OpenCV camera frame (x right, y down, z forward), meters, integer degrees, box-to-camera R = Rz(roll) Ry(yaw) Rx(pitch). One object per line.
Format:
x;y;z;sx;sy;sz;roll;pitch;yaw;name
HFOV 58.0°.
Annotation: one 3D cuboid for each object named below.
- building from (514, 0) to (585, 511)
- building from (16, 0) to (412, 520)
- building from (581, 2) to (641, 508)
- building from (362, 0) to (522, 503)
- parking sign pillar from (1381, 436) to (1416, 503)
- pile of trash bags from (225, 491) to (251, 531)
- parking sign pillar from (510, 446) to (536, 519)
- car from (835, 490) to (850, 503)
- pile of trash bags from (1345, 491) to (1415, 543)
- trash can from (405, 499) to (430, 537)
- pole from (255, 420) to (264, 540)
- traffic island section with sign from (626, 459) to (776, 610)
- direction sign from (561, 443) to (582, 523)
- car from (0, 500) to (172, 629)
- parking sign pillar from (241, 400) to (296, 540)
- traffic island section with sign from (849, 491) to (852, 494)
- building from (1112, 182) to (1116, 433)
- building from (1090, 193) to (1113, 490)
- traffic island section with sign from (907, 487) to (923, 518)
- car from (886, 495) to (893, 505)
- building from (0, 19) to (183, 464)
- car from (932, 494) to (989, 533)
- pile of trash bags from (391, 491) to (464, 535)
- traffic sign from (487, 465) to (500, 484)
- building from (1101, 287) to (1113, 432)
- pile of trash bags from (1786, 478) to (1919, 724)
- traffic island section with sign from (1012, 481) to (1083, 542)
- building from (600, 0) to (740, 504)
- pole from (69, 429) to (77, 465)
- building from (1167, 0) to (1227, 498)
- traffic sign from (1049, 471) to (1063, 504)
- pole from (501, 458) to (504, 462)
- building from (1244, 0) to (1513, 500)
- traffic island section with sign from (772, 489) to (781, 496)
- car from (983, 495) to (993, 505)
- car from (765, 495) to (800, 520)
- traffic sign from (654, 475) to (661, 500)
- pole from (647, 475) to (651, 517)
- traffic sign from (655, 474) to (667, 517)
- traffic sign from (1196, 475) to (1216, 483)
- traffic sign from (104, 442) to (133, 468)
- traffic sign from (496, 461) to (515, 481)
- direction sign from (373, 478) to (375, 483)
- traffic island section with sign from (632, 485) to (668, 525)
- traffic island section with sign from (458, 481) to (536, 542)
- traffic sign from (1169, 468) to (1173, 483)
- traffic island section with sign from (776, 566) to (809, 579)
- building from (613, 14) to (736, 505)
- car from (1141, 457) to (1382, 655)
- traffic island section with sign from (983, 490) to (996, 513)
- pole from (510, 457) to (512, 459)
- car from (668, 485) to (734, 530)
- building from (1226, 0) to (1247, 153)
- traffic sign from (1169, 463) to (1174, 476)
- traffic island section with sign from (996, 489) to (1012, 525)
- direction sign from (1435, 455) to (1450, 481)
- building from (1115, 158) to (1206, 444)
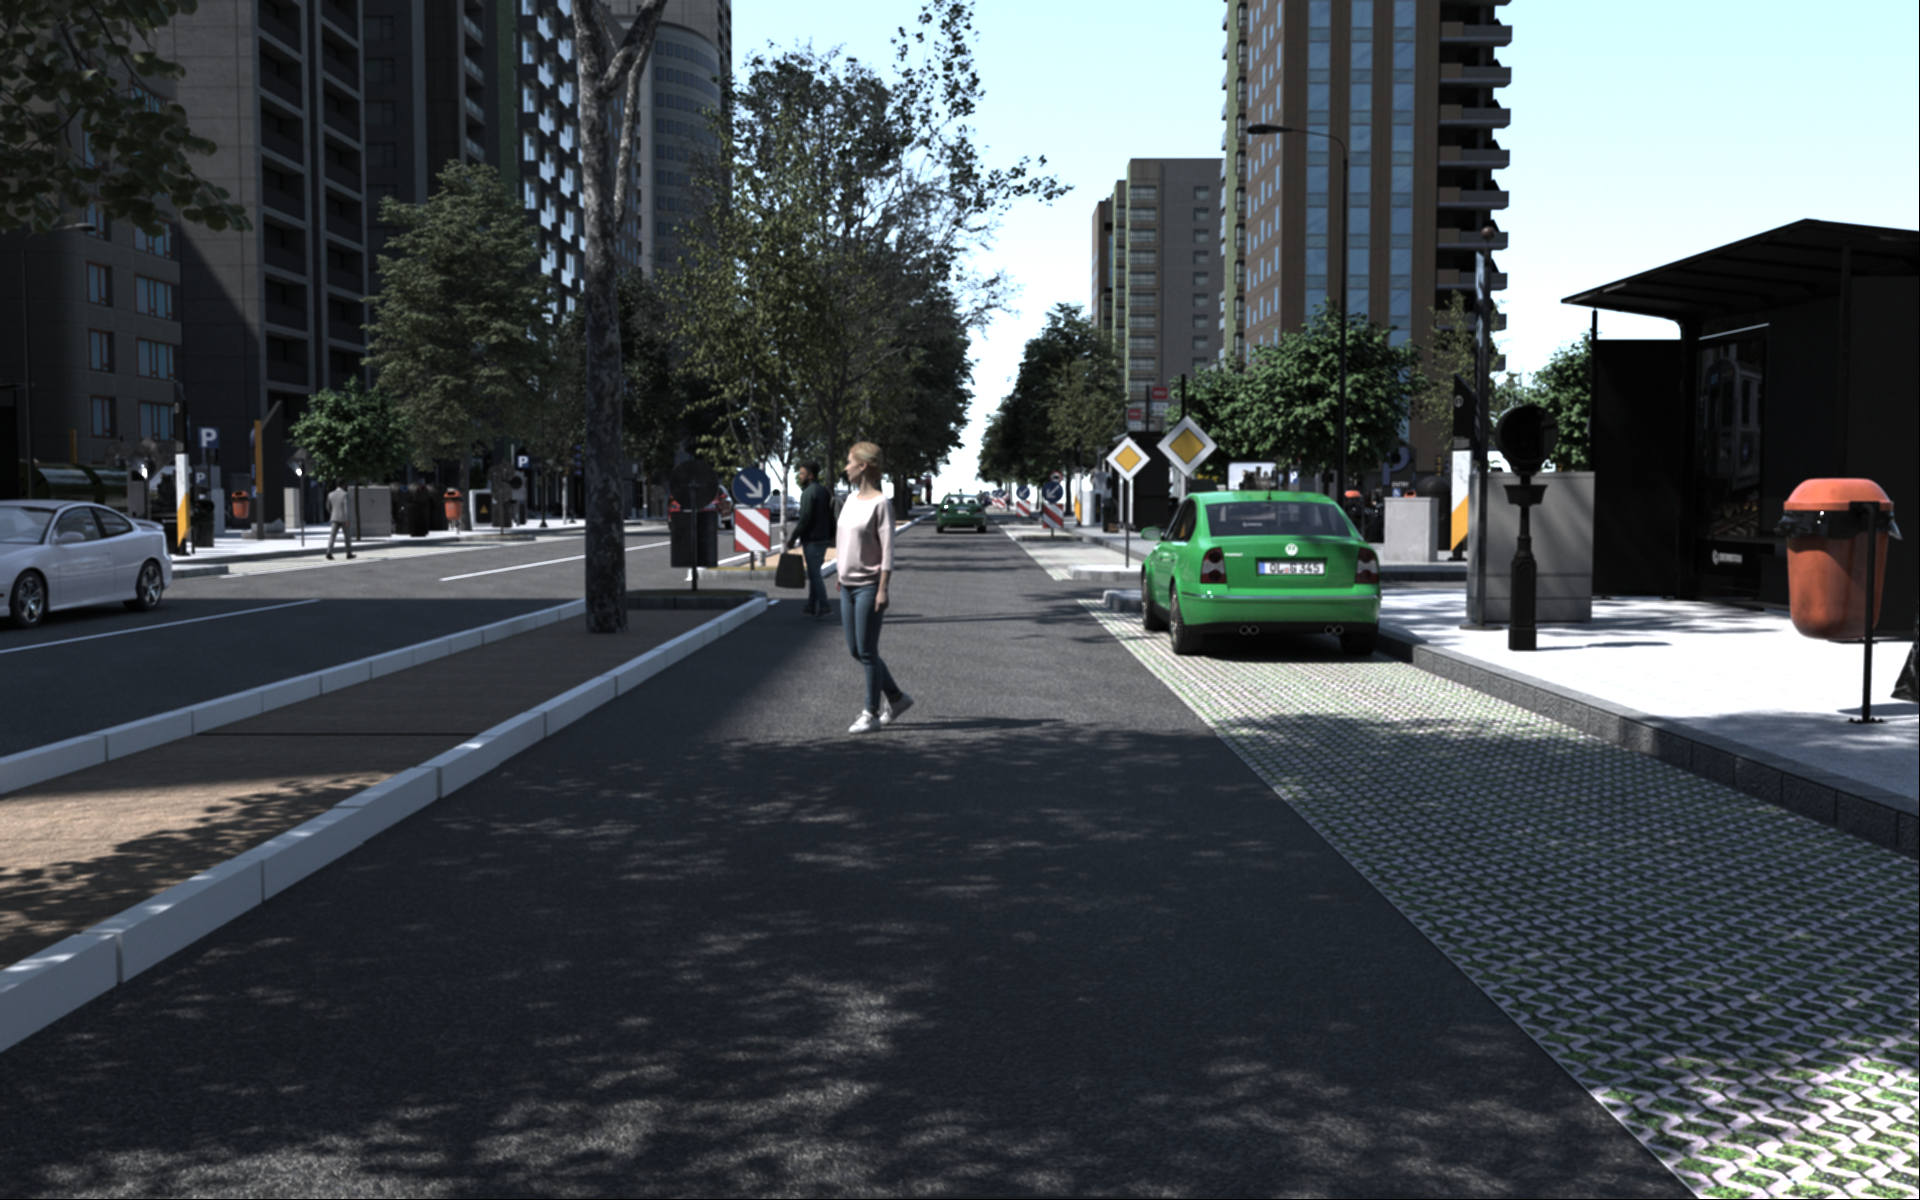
-41.712;-31.479;134.287;23.786;49.044;30.456;0;4;0;building
-40.379;-39.787;88.764;20.563;71.187;20.611;0;4;0;building
-37.327;-30.982;156.671;14.600;45.320;14.200;0;4;0;building
-37.222;-26.203;112.017;14.154;41.232;14.086;0;4;0;building
17.700;-4.979;69.885;1.447;3.967;1.447;3;4;36;parking sign pillar
-28.236;-3.468;66.453;3.447;1.369;1.912;-1;4;-9;pile of trash bags
-23.162;-6.295;91.389;1.447;3.967;1.447;3;4;37;parking sign pillar
-10.261;-8.495;147.565;2.281;1.827;5.304;0;4;-1;car
11.143;-2.270;46.863;1.912;1.369;3.447;-1;4;-10;pile of trash bags
-16.287;-2.469;52.027;0.748;1.137;0.748;0;3;0;trash can
-19.451;-3.318;48.085;0.158;3.312;0.155;0;3;0;pole
-3.519;-0.864;22.267;2.006;1.907;1.989;0;4;0;traffic island section with sign
-17.152;-5.171;76.542;0.876;3.537;0.379;0;4;0;direction sign
-10.808;-0.459;19.864;2.083;1.381;4.827;0;4;0;car
-19.732;-3.721;49.311;1.447;3.967;1.447;0;4;3;parking sign pillar
-13.426;-12.422;211.723;1.989;1.847;2.006;0;4;0;traffic island section with sign
26.879;-33.255;227.306;14.154;41.232;14.086;0;4;0;building
26.782;-37.097;256.645;14.600;45.320;14.200;0;4;0;building
-3.219;-5.913;104.813;2.006;1.907;1.989;0;4;0;traffic island section with sign
-6.861;-9.389;166.087;1.945;1.354;3.894;0;3;0;car
-46.321;-13.001;57.608;27.650;21.520;28.899;0;4;0;building
0.026;-3.229;64.595;2.131;1.459;4.920;0;4;-1;car
-17.407;-2.775;55.129;3.447;1.369;1.912;1;4;10;pile of trash bags
-20.693;-4.711;77.125;0.768;2.556;0.104;0;4;4;traffic sign
26.503;-28.757;241.883;14.160;30.474;14.107;0;4;0;building
6.395;-0.031;10.260;3.447;1.369;1.912;-1;4;-14;pile of trash bags
2.677;-2.694;52.680;1.989;1.847;2.006;0;4;0;traffic island section with sign
-39.976;-49.041;240.067;20.563;71.187;20.611;0;4;0;building
-27.761;-3.697;54.281;0.158;3.312;0.155;0;3;0;pole
31.038;-51.176;149.399;22.319;86.520;31.000;0;4;0;building
5.243;-5.810;95.098;0.768;2.556;0.104;0;4;3;traffic sign
-25.983;-6.399;98.461;0.158;3.312;0.155;0;3;0;pole
26.762;-28.342;113.504;14.600;45.320;14.200;0;4;0;building
-13.712;-7.391;129.470;1.989;1.847;2.006;0;4;0;traffic island section with sign
3.436;-10.915;191.034;1.945;1.354;3.894;0;4;1;car
-9.937;-5.133;96.294;2.083;1.381;4.827;0;4;0;car
-17.871;-6.299;103.099;0.768;2.556;0.104;0;4;3;traffic sign
-17.072;-6.184;94.954;0.158;3.312;0.155;0;3;0;pole
-16.384;-5.804;95.004;0.768;2.556;0.104;0;4;8;traffic sign
8.544;-3.696;54.302;2.265;3.308;0.079;0;4;6;traffic sign
-20.425;-2.567;42.078;0.768;2.556;0.104;0;4;6;traffic sign
-17.678;-4.116;67.395;0.768;2.556;0.104;0;4;8;traffic sign
-26.258;-5.237;77.616;0.379;3.537;0.876;0;4;-3;direction sign
-13.909;-4.336;79.519;1.989;1.847;2.006;0;4;0;traffic island section with sign
-13.997;-2.687;52.564;1.989;1.847;2.006;0;4;0;traffic island section with sign
7.928;-3.959;66.862;0.606;2.300;0.079;1;4;8;traffic sign
-3.482;-1.317;29.675;2.006;1.907;1.989;0;4;0;traffic island section with sign
-40.544;-41.217;215.902;21.231;58.520;28.212;0;4;0;building
2.787;-0.484;16.713;1.959;1.807;4.718;0;4;0;car
2.948;-7.419;129.930;1.989;1.847;2.006;0;4;0;traffic island section with sign
-24.394;-6.150;94.393;0.158;3.312;0.155;0;3;0;pole
-10.422;-3.748;69.950;2.281;1.827;5.304;0;4;1;car
26.415;-27.165;127.746;14.154;41.232;14.086;0;4;0;building
8.023;-4.151;67.978;0.768;2.556;0.104;0;4;1;traffic sign
2.782;-4.356;79.847;1.989;1.847;2.006;0;4;0;traffic island section with sign
27.955;-6.625;100.317;0.876;3.537;0.379;2;4;32;direction sign
27.214;-32.393;213.219;14.154;41.232;14.086;0;4;0;building
